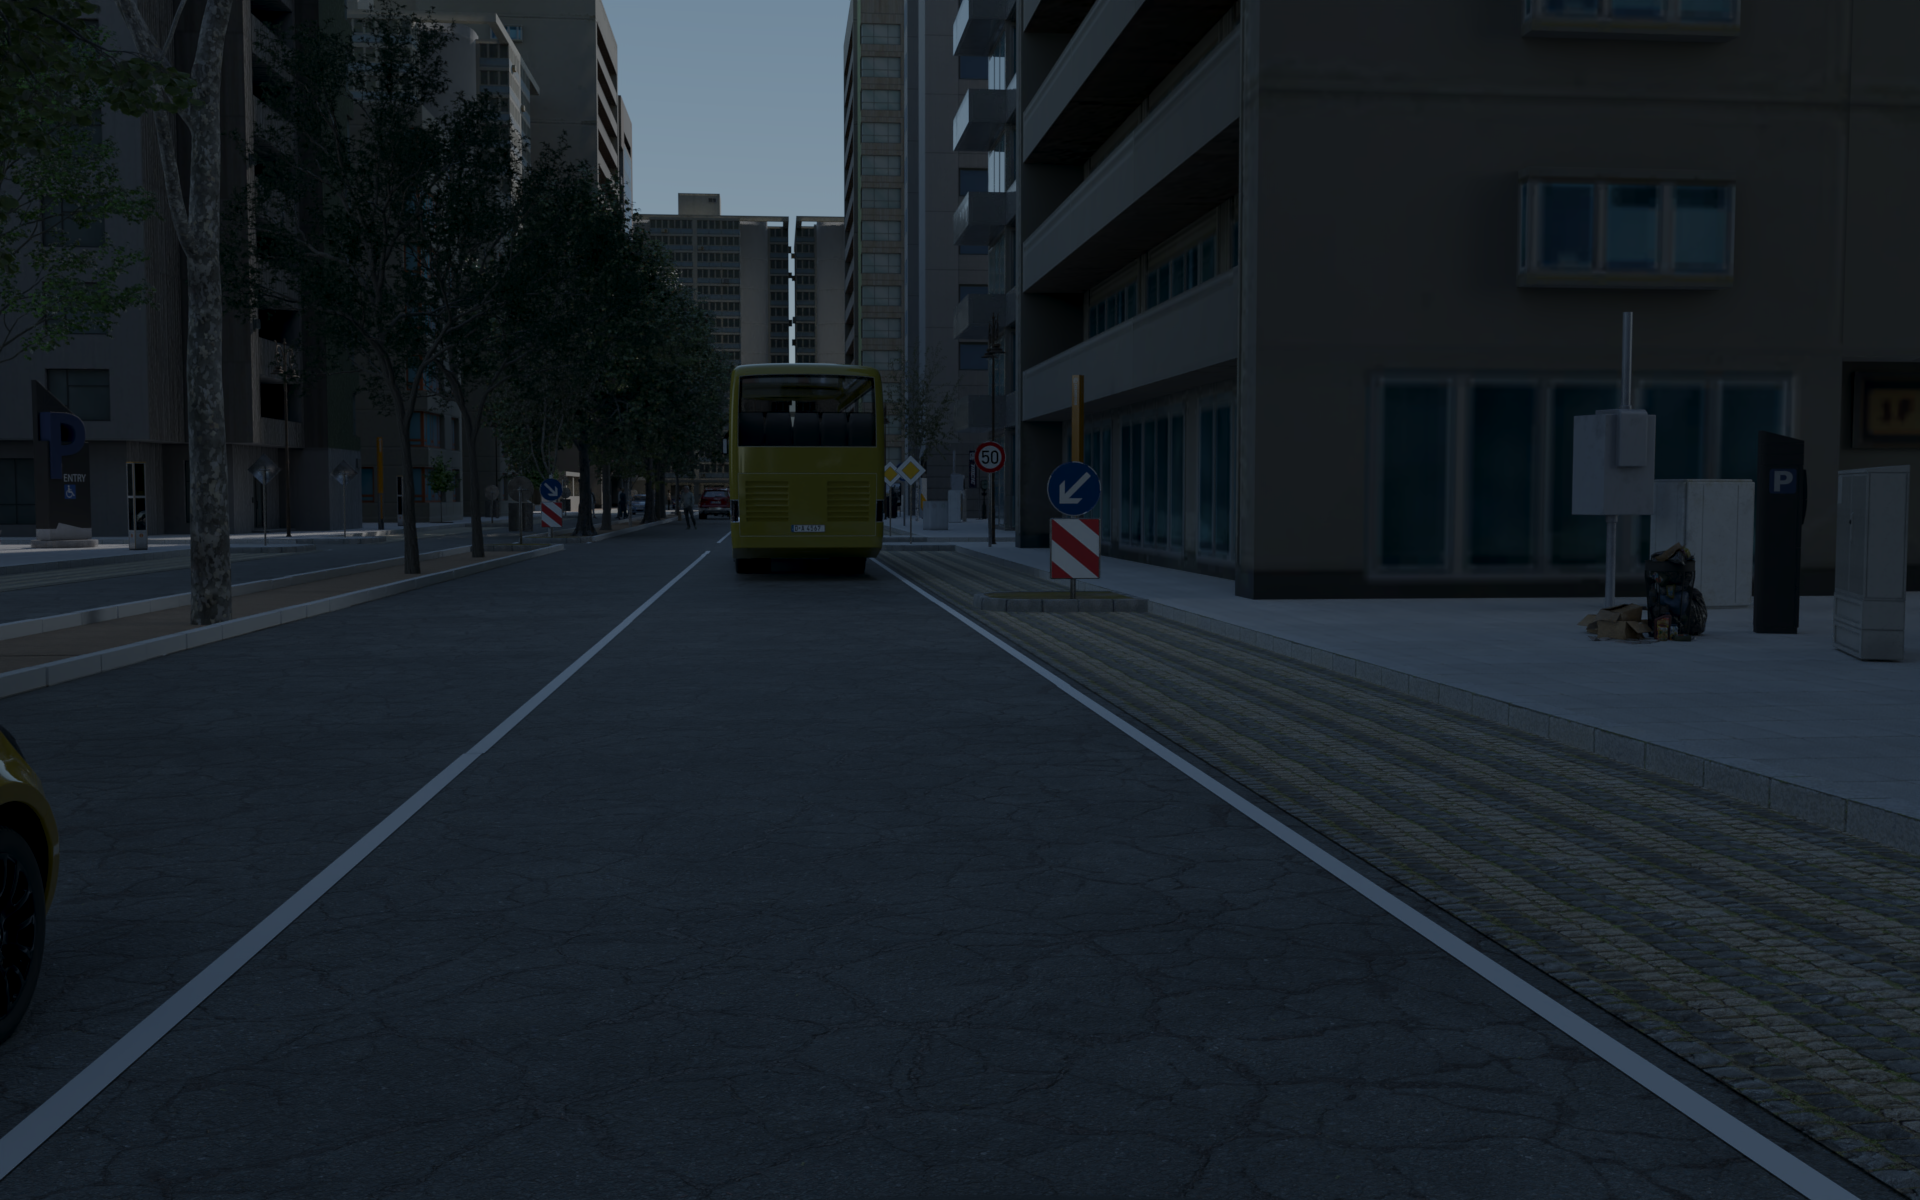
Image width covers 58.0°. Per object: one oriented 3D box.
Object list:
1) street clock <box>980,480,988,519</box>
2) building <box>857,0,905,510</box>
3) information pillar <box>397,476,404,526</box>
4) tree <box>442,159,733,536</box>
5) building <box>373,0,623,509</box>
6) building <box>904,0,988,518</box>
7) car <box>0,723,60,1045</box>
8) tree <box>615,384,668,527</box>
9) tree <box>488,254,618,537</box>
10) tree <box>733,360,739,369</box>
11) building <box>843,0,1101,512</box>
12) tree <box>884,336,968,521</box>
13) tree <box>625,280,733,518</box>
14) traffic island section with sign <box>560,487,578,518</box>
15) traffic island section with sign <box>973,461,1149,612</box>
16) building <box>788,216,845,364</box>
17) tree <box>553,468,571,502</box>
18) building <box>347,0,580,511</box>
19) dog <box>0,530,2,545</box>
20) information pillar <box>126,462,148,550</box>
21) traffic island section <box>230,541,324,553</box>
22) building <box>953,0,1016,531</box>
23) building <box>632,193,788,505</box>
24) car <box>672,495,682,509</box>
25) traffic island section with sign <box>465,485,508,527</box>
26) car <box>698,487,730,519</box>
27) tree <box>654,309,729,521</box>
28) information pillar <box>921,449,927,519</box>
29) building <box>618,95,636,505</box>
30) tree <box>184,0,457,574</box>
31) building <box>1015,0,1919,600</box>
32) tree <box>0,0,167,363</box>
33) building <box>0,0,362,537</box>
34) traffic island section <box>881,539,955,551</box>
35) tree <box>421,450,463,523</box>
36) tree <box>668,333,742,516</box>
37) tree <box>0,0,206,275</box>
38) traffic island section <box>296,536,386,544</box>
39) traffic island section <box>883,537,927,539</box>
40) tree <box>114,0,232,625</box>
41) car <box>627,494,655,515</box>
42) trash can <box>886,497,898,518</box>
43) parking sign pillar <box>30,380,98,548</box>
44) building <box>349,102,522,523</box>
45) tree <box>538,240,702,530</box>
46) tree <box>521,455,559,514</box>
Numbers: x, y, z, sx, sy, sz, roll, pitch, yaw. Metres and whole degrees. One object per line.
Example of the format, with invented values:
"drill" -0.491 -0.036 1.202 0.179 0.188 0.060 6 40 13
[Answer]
"street clock" 1.237 -5.129 88.433 0.471 2.002 0.358 -2 4 -24
"building" -1.461 -28.097 142.976 14.154 41.232 14.086 0 4 -6
"information pillar" -22.285 -3.960 69.232 0.304 2.012 0.304 2 4 26
"tree" -12.855 -8.538 59.067 9.611 12.733 9.660 0 3 0
"building" -42.926 -32.728 158.806 21.300 48.544 21.600 0 4 -6
"building" 7.138 -34.386 104.216 21.231 58.520 28.212 0 4 -6
"car" -3.209 0.429 3.214 2.015 1.641 3.980 0 4 -5
"tree" -14.370 -7.496 75.374 4.737 8.622 4.395 0 3 0
"tree" -12.364 -6.074 52.131 4.360 8.622 3.978 0 3 0
"tree" -14.883 -9.986 82.739 9.611 12.733 9.660 0 3 0
"building" 0.306 -32.880 161.284 21.300 48.544 21.600 0 4 -6
"tree" -1.824 -8.029 81.640 4.360 8.622 3.978 0 3 0
"tree" -17.766 -11.818 102.330 9.857 13.997 8.962 0 3 0
"traffic island section with sign" -23.257 -5.723 102.201 1.989 1.847 2.006 0 4 -6
"traffic island section with sign" 1.201 -0.804 21.780 1.989 1.847 2.006 0 4 -6
"building" -10.069 -32.819 228.464 23.993 40.220 32.217 0 4 -6
"tree" -28.407 -7.776 121.734 1.663 3.219 1.824 0 3 0
"building" -46.680 -27.099 134.954 32.217 40.220 23.993 0 4 -6
"dog" -24.690 -1.524 44.211 0.406 0.507 0.540 -2 4 -29
"information pillar" -18.794 -2.145 39.559 0.304 2.012 0.304 3 4 37
"traffic island section" -17.247 -1.265 42.959 2.009 0.180 2.903 0 4 -6
"building" 14.929 -27.243 65.032 30.456 49.044 23.786 0 4 -6
"building" -33.982 -32.695 226.444 23.993 40.220 32.217 0 4 -6
"car" -26.938 -9.508 168.040 1.945 1.354 3.894 0 4 -4
"traffic island section with sign" -20.386 -4.084 75.398 1.989 1.847 2.006 0 4 -6
"car" -13.947 -5.571 99.758 2.281 1.827 5.304 0 4 -5
"tree" -16.139 -10.051 92.544 9.928 11.665 9.643 0 3 0
"information pillar" -1.863 -5.996 89.387 0.183 3.616 0.504 2 4 30
"building" -43.612 -33.051 190.491 14.200 45.320 14.600 0 4 -6
"tree" -9.799 -5.756 30.981 8.767 10.594 7.601 0 4 -6
"building" 13.039 -24.916 31.084 21.300 48.544 21.600 0 4 -6
"tree" -19.176 -6.546 32.779 9.928 11.665 9.643 0 3 0
"building" -28.713 -17.426 56.616 14.160 30.474 14.107 0 4 -6
"traffic island section" -1.246 -1.369 44.656 2.009 0.180 2.903 0 4 -6
"tree" -22.980 -5.022 76.703 1.663 3.219 1.824 0 3 0
"tree" -18.645 -12.303 113.986 12.009 13.543 11.850 0 3 0
"tree" -7.852 -5.429 9.346 7.486 12.596 7.792 0 3 0
"traffic island section" -18.095 -1.750 50.899 2.009 0.180 2.903 0 4 -6
"traffic island section" -2.094 -1.854 52.597 2.009 0.180 2.903 0 4 -6
"tree" -9.516 -9.833 19.124 12.611 20.169 13.585 0 3 0
"car" -21.964 -6.600 119.915 2.014 1.417 4.499 0 4 -5
"trash can" -3.600 -4.883 91.485 0.748 1.137 0.748 0 3 0
"parking sign pillar" -21.516 -3.244 41.504 1.447 3.967 1.447 1 4 16
"building" -39.083 -14.979 89.939 27.650 21.520 28.899 0 4 -6
"tree" -14.127 -9.048 68.512 7.486 12.596 7.792 0 3 0
"tree" -27.675 -7.867 112.342 4.285 4.588 4.351 0 3 0
